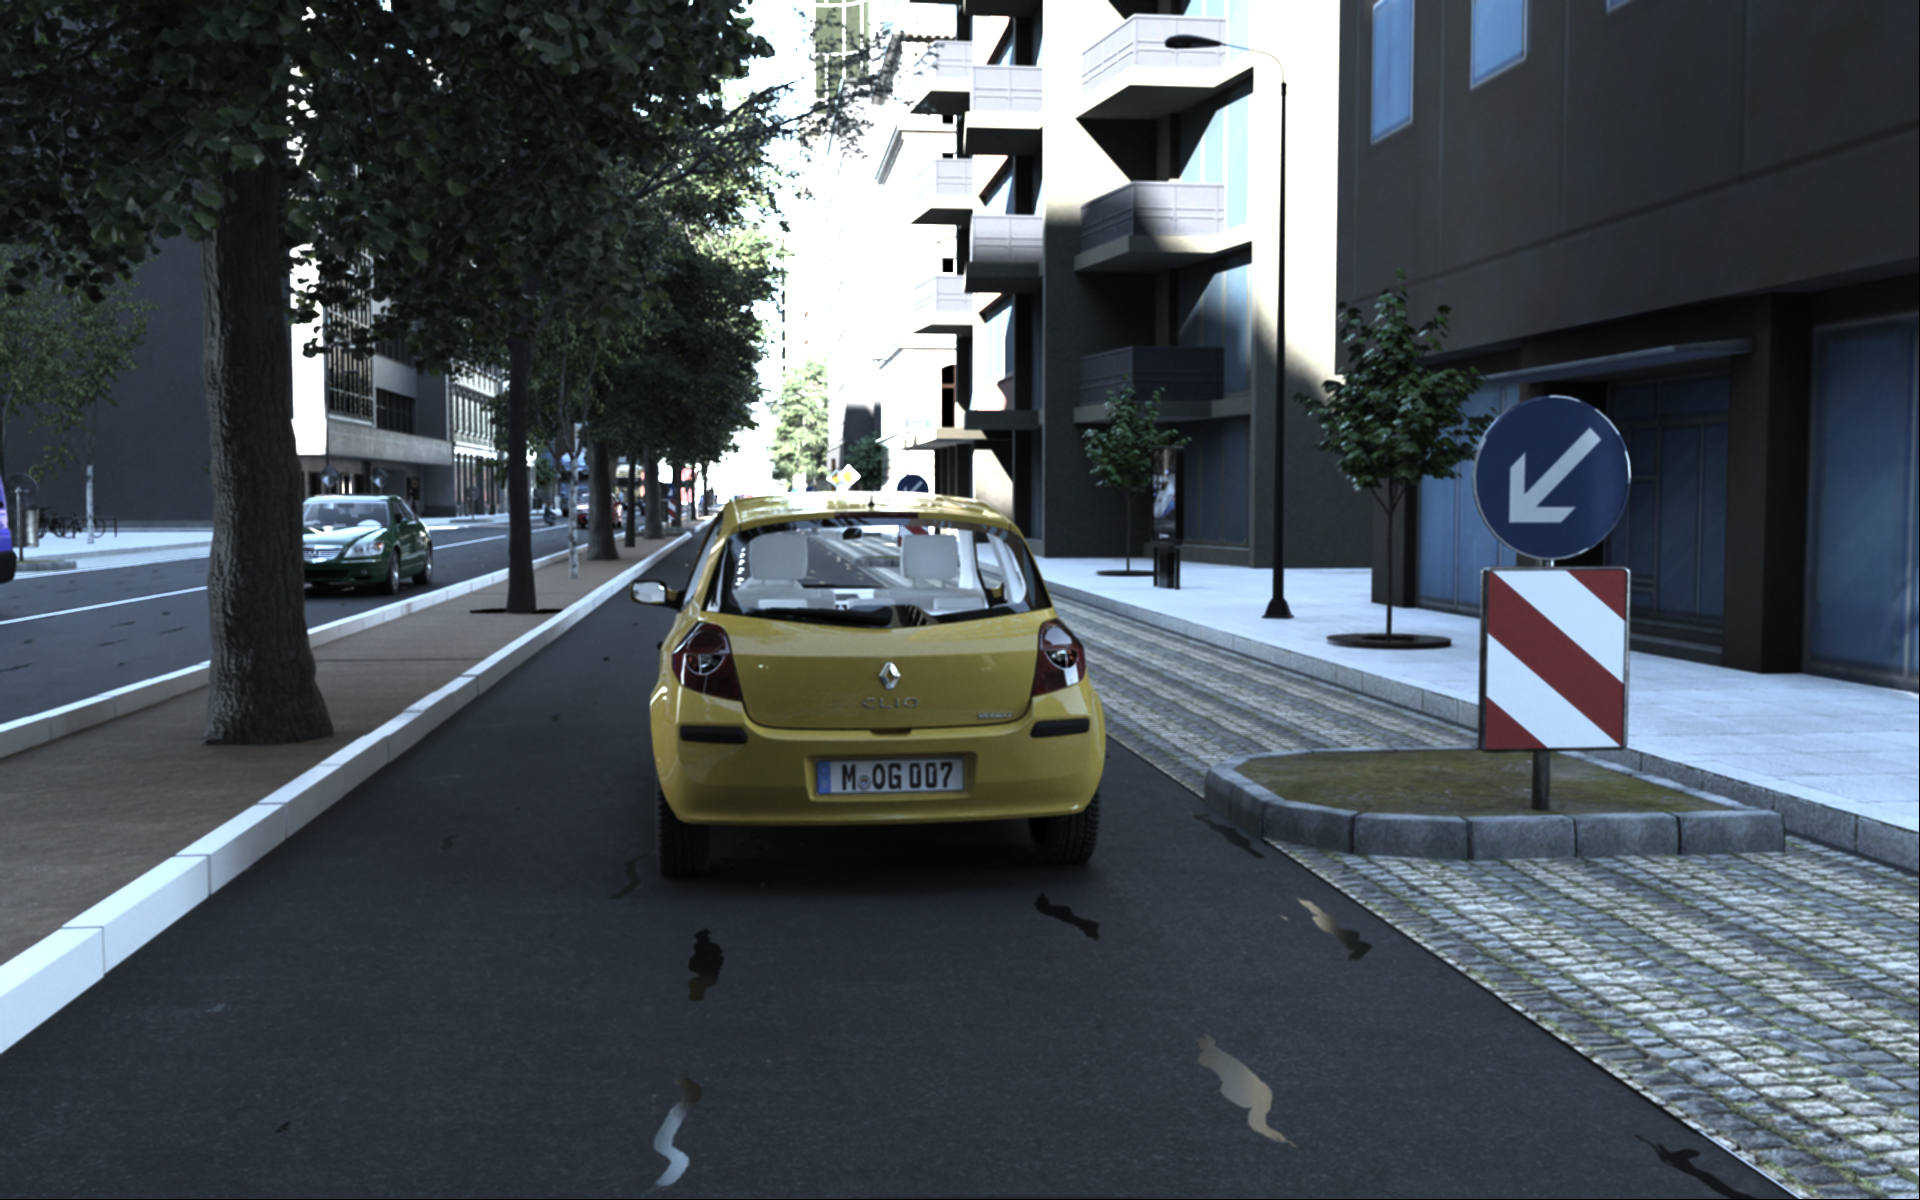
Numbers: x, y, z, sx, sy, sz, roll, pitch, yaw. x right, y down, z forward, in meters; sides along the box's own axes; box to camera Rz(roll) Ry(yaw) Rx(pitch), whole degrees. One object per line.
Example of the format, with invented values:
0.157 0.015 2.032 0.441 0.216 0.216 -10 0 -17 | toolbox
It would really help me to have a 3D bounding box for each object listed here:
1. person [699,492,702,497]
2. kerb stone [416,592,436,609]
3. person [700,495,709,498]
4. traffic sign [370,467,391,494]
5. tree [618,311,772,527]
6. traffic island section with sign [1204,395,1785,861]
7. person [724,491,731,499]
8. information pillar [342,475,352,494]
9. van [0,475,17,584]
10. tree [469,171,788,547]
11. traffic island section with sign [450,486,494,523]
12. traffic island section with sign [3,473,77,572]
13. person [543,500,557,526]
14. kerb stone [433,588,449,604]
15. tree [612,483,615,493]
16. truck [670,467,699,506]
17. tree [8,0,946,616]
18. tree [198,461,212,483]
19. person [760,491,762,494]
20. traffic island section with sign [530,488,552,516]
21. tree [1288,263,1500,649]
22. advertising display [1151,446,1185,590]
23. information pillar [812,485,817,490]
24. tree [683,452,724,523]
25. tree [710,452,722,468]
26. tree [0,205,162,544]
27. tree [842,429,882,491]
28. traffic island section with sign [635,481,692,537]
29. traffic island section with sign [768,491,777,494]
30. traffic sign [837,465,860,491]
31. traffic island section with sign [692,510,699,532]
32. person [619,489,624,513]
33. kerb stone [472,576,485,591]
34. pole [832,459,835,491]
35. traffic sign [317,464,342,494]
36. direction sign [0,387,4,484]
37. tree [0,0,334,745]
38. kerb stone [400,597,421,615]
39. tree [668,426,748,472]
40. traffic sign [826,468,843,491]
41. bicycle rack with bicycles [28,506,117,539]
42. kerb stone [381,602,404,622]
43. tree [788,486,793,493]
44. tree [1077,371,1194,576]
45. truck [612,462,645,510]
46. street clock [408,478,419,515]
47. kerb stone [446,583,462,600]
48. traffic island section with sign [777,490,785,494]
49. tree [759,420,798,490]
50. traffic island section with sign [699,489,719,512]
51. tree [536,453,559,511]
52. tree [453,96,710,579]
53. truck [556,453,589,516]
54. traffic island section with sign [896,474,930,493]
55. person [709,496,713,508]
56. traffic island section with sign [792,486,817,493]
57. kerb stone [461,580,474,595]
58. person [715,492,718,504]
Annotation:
-40.482 -15.938 269.602 0.721 1.766 1.217 0 4 -5 | person
-6.749 0.032 21.679 0.120 0.150 1.000 0 4 -7 | kerb stone
-27.593 -10.896 187.373 1.217 1.736 0.721 -1 4 -8 | person
-21.752 -3.757 65.073 0.795 2.450 0.064 0 4 -7 | traffic sign
-11.643 -9.209 71.146 7.486 12.596 7.792 0 3 0 | tree
2.175 0.057 7.700 1.989 1.847 2.006 0 4 -7 | traffic island section with sign
-24.274 -10.614 182.754 1.217 1.735 0.721 1 4 12 | person
-23.366 -3.768 66.096 0.304 2.012 0.304 -1 4 -10 | information pillar
-12.161 -0.858 18.410 2.240 2.365 5.245 0 4 -6 | van
-8.843 -6.663 45.815 8.767 10.594 7.601 0 4 -7 | tree
-24.450 -4.786 86.874 1.989 1.847 2.006 0 4 -7 | traffic island section with sign
-17.799 -1.457 32.446 1.989 1.847 2.006 0 4 -7 | traffic island section with sign
-18.354 -3.905 77.845 0.738 1.151 1.012 0 4 -3 | person
-6.872 -0.027 22.694 0.120 0.150 1.000 0 4 -7 | kerb stone
-42.670 -13.480 214.999 1.663 3.219 1.824 0 3 0 | tree
-28.318 -11.606 178.663 2.839 4.237 11.283 0 4 -8 | truck
-5.318 -6.588 20.541 12.009 13.543 11.850 0 3 0 | tree
-22.351 -3.607 53.582 1.663 3.219 1.824 0 3 0 | tree
-22.512 -11.400 195.615 0.721 1.736 1.217 3 5 42 | person
-27.737 -6.431 113.781 1.989 1.847 2.006 0 4 -7 | traffic island section with sign
3.663 -1.222 14.581 1.663 3.219 1.824 0 3 0 | tree
2.823 -1.125 23.614 0.123 1.923 0.974 -1 4 -14 | advertising display
-11.161 -7.853 132.882 0.304 2.012 0.304 -3 5 -42 | information pillar
-13.335 -8.076 84.860 4.360 8.622 3.978 0 3 0 | tree
-17.642 -10.146 118.710 4.737 8.622 4.395 0 3 0 | tree
-22.551 -5.742 44.248 4.737 8.622 4.395 0 3 0 | tree
-4.197 -6.294 86.620 4.285 4.588 4.351 0 3 0 | tree
-10.236 -3.094 58.728 2.006 1.907 1.989 0 4 -7 | traffic island section with sign
-17.141 -9.612 165.790 1.989 1.847 2.006 0 4 -7 | traffic island section with sign
-3.812 -3.398 59.192 0.795 2.450 0.064 0 4 -7 | traffic sign
-11.125 -3.544 66.082 2.006 1.907 1.989 0 4 -7 | traffic island section with sign
-25.546 -7.464 130.795 0.793 1.790 0.793 -1 4 -19 | person
-7.241 -0.216 25.752 0.120 0.150 1.000 0 4 -7 | kerb stone
-7.269 -6.468 99.596 0.158 3.312 0.155 0 3 0 | pole
-20.783 -3.272 57.146 0.795 2.450 0.064 0 4 -7 | traffic sign
-20.105 -2.712 36.345 0.379 3.537 0.876 -2 4 -27 | direction sign
-4.017 -6.145 9.591 9.857 13.997 8.962 0 3 0 | tree
-6.618 0.094 20.664 0.120 0.150 1.000 0 4 -7 | kerb stone
-20.101 -12.693 135.740 9.928 11.665 9.643 0 3 0 | tree
-4.781 -3.882 67.119 0.795 2.450 0.064 0 4 -7 | traffic sign
-26.216 -2.269 50.478 2.852 0.926 2.925 1 4 13 | bicycle rack with bicycles
-6.496 0.156 19.646 0.120 0.150 1.000 0 4 -7 | kerb stone
-22.494 -14.576 232.924 1.663 3.219 1.824 0 3 0 | tree
2.604 -2.012 27.491 1.663 3.219 1.824 0 3 0 | tree
-29.300 -10.193 155.561 2.839 4.237 11.283 0 4 -5 | truck
-25.225 -4.612 79.975 0.358 2.002 0.471 3 5 41 | street clock
-6.991 -0.093 23.709 0.120 0.150 1.000 0 4 -7 | kerb stone
-11.136 -6.607 116.648 1.989 1.847 2.006 0 4 -7 | traffic island section with sign
-21.284 -18.847 225.155 9.611 12.733 9.660 0 3 0 | tree
-20.251 -8.106 140.666 2.006 1.907 1.989 0 4 -7 | traffic island section with sign
-32.352 -9.074 132.070 4.285 4.588 4.351 0 3 0 | tree
-6.555 -4.663 29.059 4.737 8.622 4.395 0 3 0 | tree
-25.280 -7.873 118.475 2.967 4.110 18.799 0 4 -7 | truck
-1.120 -1.595 34.710 1.989 1.847 2.006 0 4 -7 | traffic island section with sign
-25.912 -10.490 180.026 0.705 1.821 1.348 0 4 4 | person
-7.853 -4.964 89.784 1.989 1.847 2.006 0 4 -7 | traffic island section with sign
-7.122 -0.155 24.723 0.120 0.150 1.000 0 4 -7 | kerb stone
-35.601 -14.931 253.532 0.541 1.710 0.530 -2 4 -28 | person
